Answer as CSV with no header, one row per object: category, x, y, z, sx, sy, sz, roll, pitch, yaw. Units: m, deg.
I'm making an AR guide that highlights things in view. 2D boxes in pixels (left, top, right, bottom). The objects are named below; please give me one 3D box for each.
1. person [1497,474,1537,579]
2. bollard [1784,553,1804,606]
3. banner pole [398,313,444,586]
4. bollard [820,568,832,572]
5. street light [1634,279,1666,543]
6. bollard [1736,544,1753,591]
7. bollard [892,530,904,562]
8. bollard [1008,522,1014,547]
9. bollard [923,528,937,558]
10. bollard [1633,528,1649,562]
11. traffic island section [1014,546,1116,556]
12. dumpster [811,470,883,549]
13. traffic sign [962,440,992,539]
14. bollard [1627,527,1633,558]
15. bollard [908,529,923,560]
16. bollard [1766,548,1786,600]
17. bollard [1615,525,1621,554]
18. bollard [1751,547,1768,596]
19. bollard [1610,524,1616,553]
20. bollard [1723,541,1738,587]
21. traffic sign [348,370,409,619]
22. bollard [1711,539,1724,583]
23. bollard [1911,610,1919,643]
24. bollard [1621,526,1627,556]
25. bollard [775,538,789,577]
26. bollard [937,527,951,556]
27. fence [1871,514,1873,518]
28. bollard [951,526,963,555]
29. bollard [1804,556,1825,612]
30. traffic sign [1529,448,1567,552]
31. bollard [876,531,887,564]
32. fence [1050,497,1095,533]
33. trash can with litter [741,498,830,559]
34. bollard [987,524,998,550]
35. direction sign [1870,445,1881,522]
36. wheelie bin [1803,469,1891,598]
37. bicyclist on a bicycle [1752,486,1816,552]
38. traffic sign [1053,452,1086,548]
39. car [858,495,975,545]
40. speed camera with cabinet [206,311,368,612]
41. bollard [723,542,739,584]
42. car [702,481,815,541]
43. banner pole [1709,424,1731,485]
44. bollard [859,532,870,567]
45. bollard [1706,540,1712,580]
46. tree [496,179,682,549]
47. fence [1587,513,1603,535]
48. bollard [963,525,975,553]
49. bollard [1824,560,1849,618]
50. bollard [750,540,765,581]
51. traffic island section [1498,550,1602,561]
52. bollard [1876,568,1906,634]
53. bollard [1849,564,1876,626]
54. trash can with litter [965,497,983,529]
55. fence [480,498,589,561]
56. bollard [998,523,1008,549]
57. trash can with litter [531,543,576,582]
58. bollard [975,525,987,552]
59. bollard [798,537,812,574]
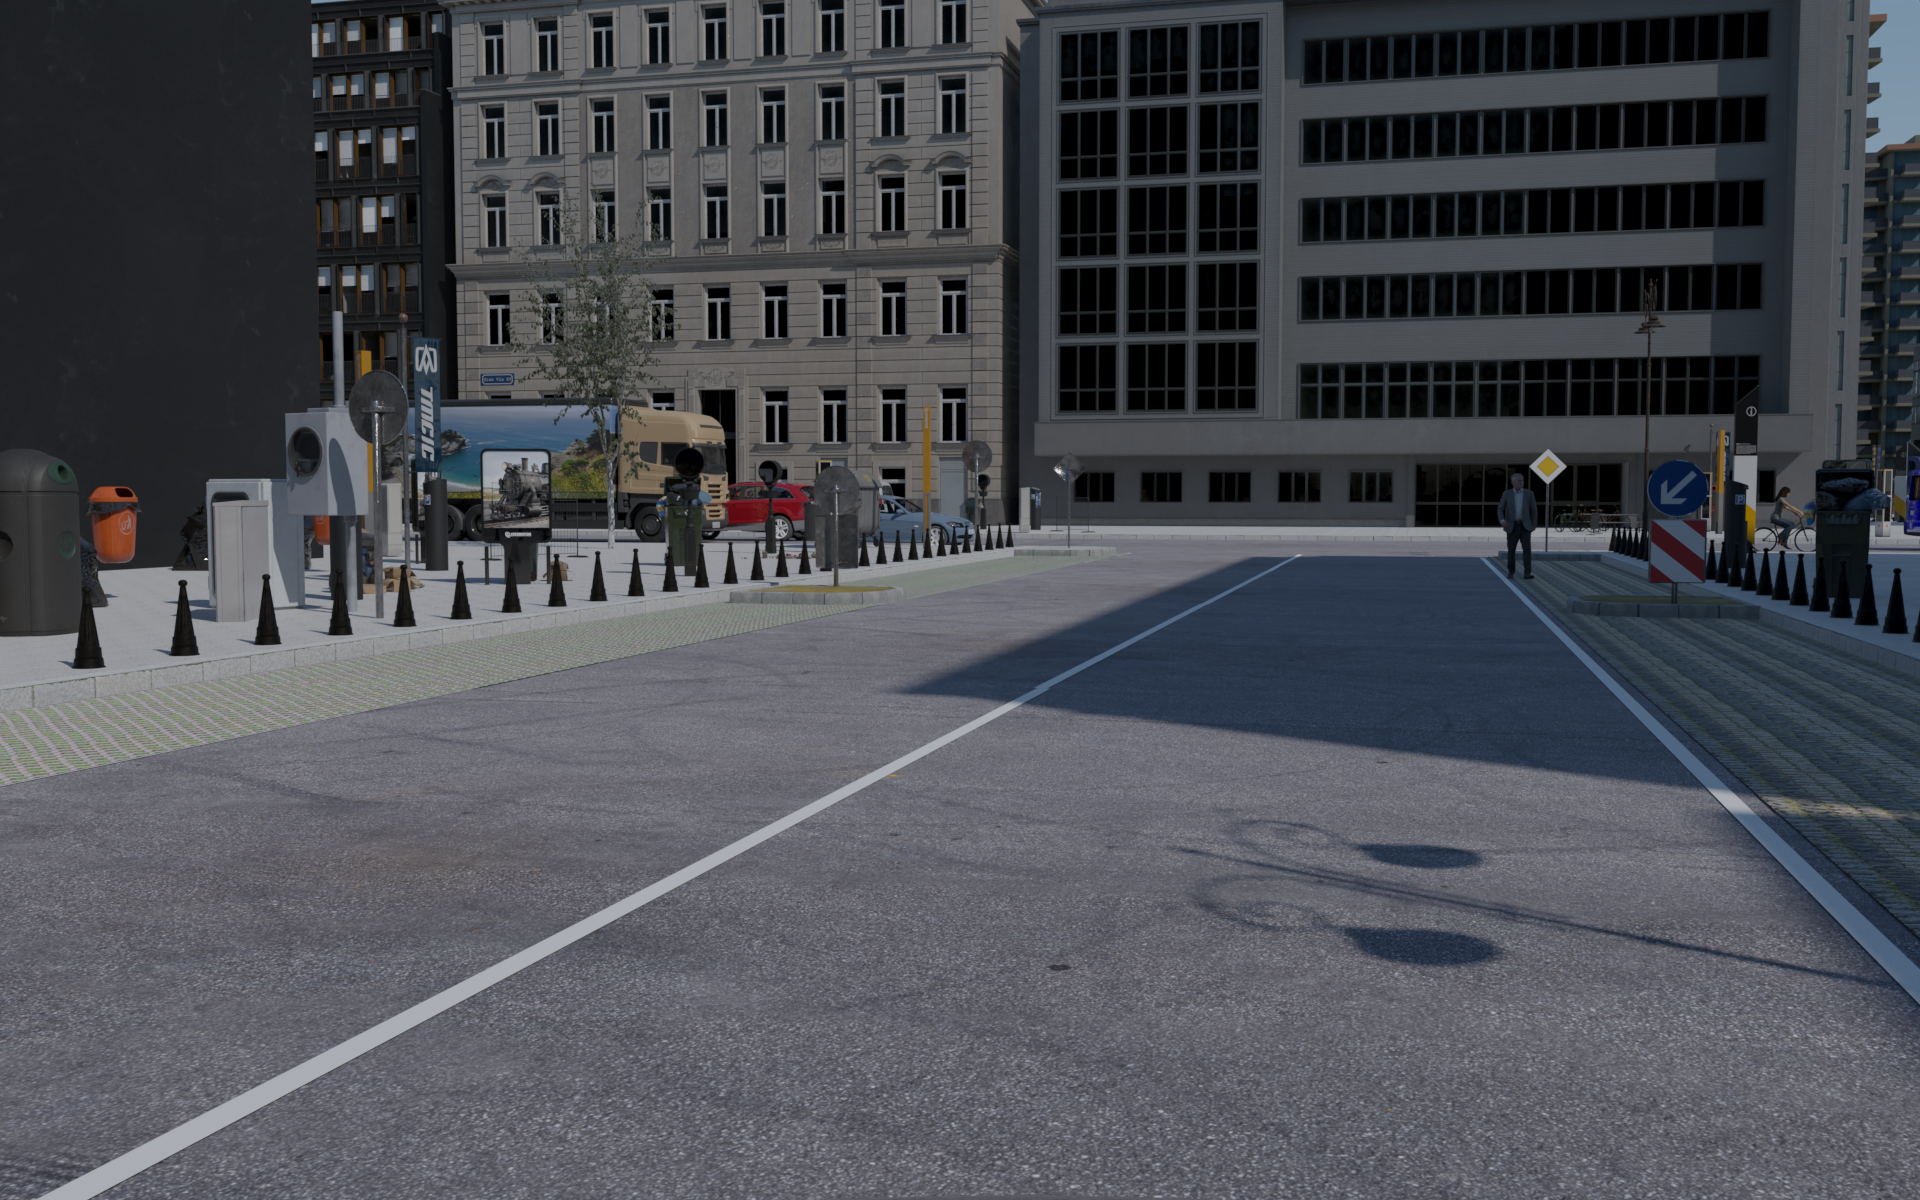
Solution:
person,9.408,-1.238,29.142,0.661,1.777,0.834,0,4,2
bollard,9.681,-0.239,19.955,0.229,0.601,0.229,0,3,0
banner pole,-7.590,-2.097,24.302,0.401,3.779,0.863,2,4,34
bollard,-2.226,-0.776,28.728,0.229,0.601,0.229,0,3,0
street light,14.831,-3.949,37.357,0.468,5.910,1.993,1,4,15
bollard,10.474,-0.423,22.957,0.229,0.601,0.229,0,3,0
bollard,-1.173,-1.019,32.705,0.229,0.601,0.229,0,3,0
bollard,1.192,-1.568,41.671,0.229,0.601,0.229,0,3,0
bollard,-0.650,-1.141,34.694,0.229,0.601,0.229,0,3,0
bollard,13.365,-1.093,33.915,0.229,0.601,0.229,0,3,0
traffic island section,2.561,-1.150,41.078,2.009,0.180,2.903,1,4,15
dumpster,-2.697,-2.180,41.403,1.264,1.857,1.865,1,4,15
traffic sign,0.390,-2.502,41.007,0.768,2.556,0.104,1,4,20
bollard,13.629,-1.154,34.907,0.229,0.601,0.229,0,3,0
bollard,-0.910,-1.080,33.700,0.229,0.601,0.229,0,3,0
bollard,9.945,-0.301,20.961,0.229,0.601,0.229,0,3,0
bollard,14.153,-1.276,36.896,0.229,0.601,0.229,0,3,0
bollard,10.213,-0.362,21.959,0.229,0.601,0.229,0,3,0
bollard,14.413,-1.336,37.889,0.229,0.601,0.229,0,3,0
bollard,10.739,-0.485,23.964,0.229,0.601,0.229,0,3,0
traffic sign,-5.989,-1.082,17.802,0.768,2.556,0.104,1,4,22
bollard,11.001,-0.545,24.957,0.229,0.601,0.229,0,3,0
bollard,8.366,0.065,14.973,0.229,0.601,0.229,0,3,0
bollard,13.890,-1.215,35.903,0.229,0.601,0.229,0,3,0
bollard,-2.750,-0.654,26.740,0.229,0.601,0.229,0,3,0
bollard,-0.384,-1.202,35.693,0.229,0.601,0.229,0,3,0
fence,43.014,-4.160,83.396,0.278,0.683,2.069,-3,5,-41
bollard,-0.121,-1.263,36.692,0.229,0.601,0.229,0,3,0
bollard,9.417,-0.178,18.952,0.229,0.601,0.229,0,3,0
traffic sign,12.970,-2.117,38.258,0.795,2.450,0.064,1,4,15
bollard,-1.438,-0.958,31.706,0.229,0.601,0.229,0,3,0
fence,3.806,-2.903,58.667,0.480,1.192,2.264,-2,4,-27
trash can with litter,-3.243,-1.441,34.621,2.233,1.210,1.678,0,4,-5
bollard,0.668,-1.446,39.686,0.229,0.601,0.229,0,3,0
direction sign,42.219,-5.375,79.886,0.876,3.537,0.379,-3,5,-40
wheelie bin,11.008,-0.833,21.529,0.980,1.594,0.693,2,4,28
bicyclist on a bicycle,20.075,-1.960,42.072,1.625,1.676,1.499,1,4,13
traffic sign,2.585,-2.285,41.010,0.795,2.450,0.064,1,4,15
car,-1.838,-2.078,45.985,4.499,1.417,2.014,1,4,16
speed camera with cabinet,-7.434,-1.512,19.059,2.038,3.252,0.660,2,4,31
bollard,-3.276,-0.532,24.740,0.229,0.601,0.229,0,3,0
car,-6.626,-2.749,53.616,5.304,1.827,2.281,1,4,16
banner pole,26.927,-4.377,61.586,0.863,3.779,0.401,1,4,23
bollard,-1.700,-0.897,30.714,0.229,0.601,0.229,0,3,0
bollard,11.264,-0.606,25.949,0.229,0.601,0.229,0,3,0
tree,-8.307,-5.496,40.221,4.360,8.622,3.978,0,3,0
fence,20.188,-2.427,55.057,0.278,0.683,2.069,2,4,27
bollard,0.141,-1.324,37.685,0.229,0.601,0.229,0,3,0
bollard,9.151,-0.117,17.960,0.229,0.601,0.229,0,3,0
bollard,-3.013,-0.593,25.733,0.229,0.601,0.229,0,3,0
traffic island section,12.995,-0.982,38.329,2.009,0.180,2.903,1,4,15
bollard,8.631,0.005,15.965,0.229,0.601,0.229,0,3,0
bollard,8.888,-0.056,16.959,0.229,0.601,0.229,0,3,0
trash can with litter,0.442,-2.955,59.696,0.624,1.170,1.055,0,4,8
fence,-8.397,-1.408,34.218,0.480,1.192,2.264,3,4,39
bollard,0.932,-1.507,40.678,0.229,0.601,0.229,0,3,0
trash can with litter,-6.234,-0.868,25.586,1.055,1.170,0.624,-1,4,-14
bollard,0.404,-1.385,38.693,0.229,0.601,0.229,0,3,0
bollard,-2.485,-0.715,27.735,0.229,0.601,0.229,0,3,0
